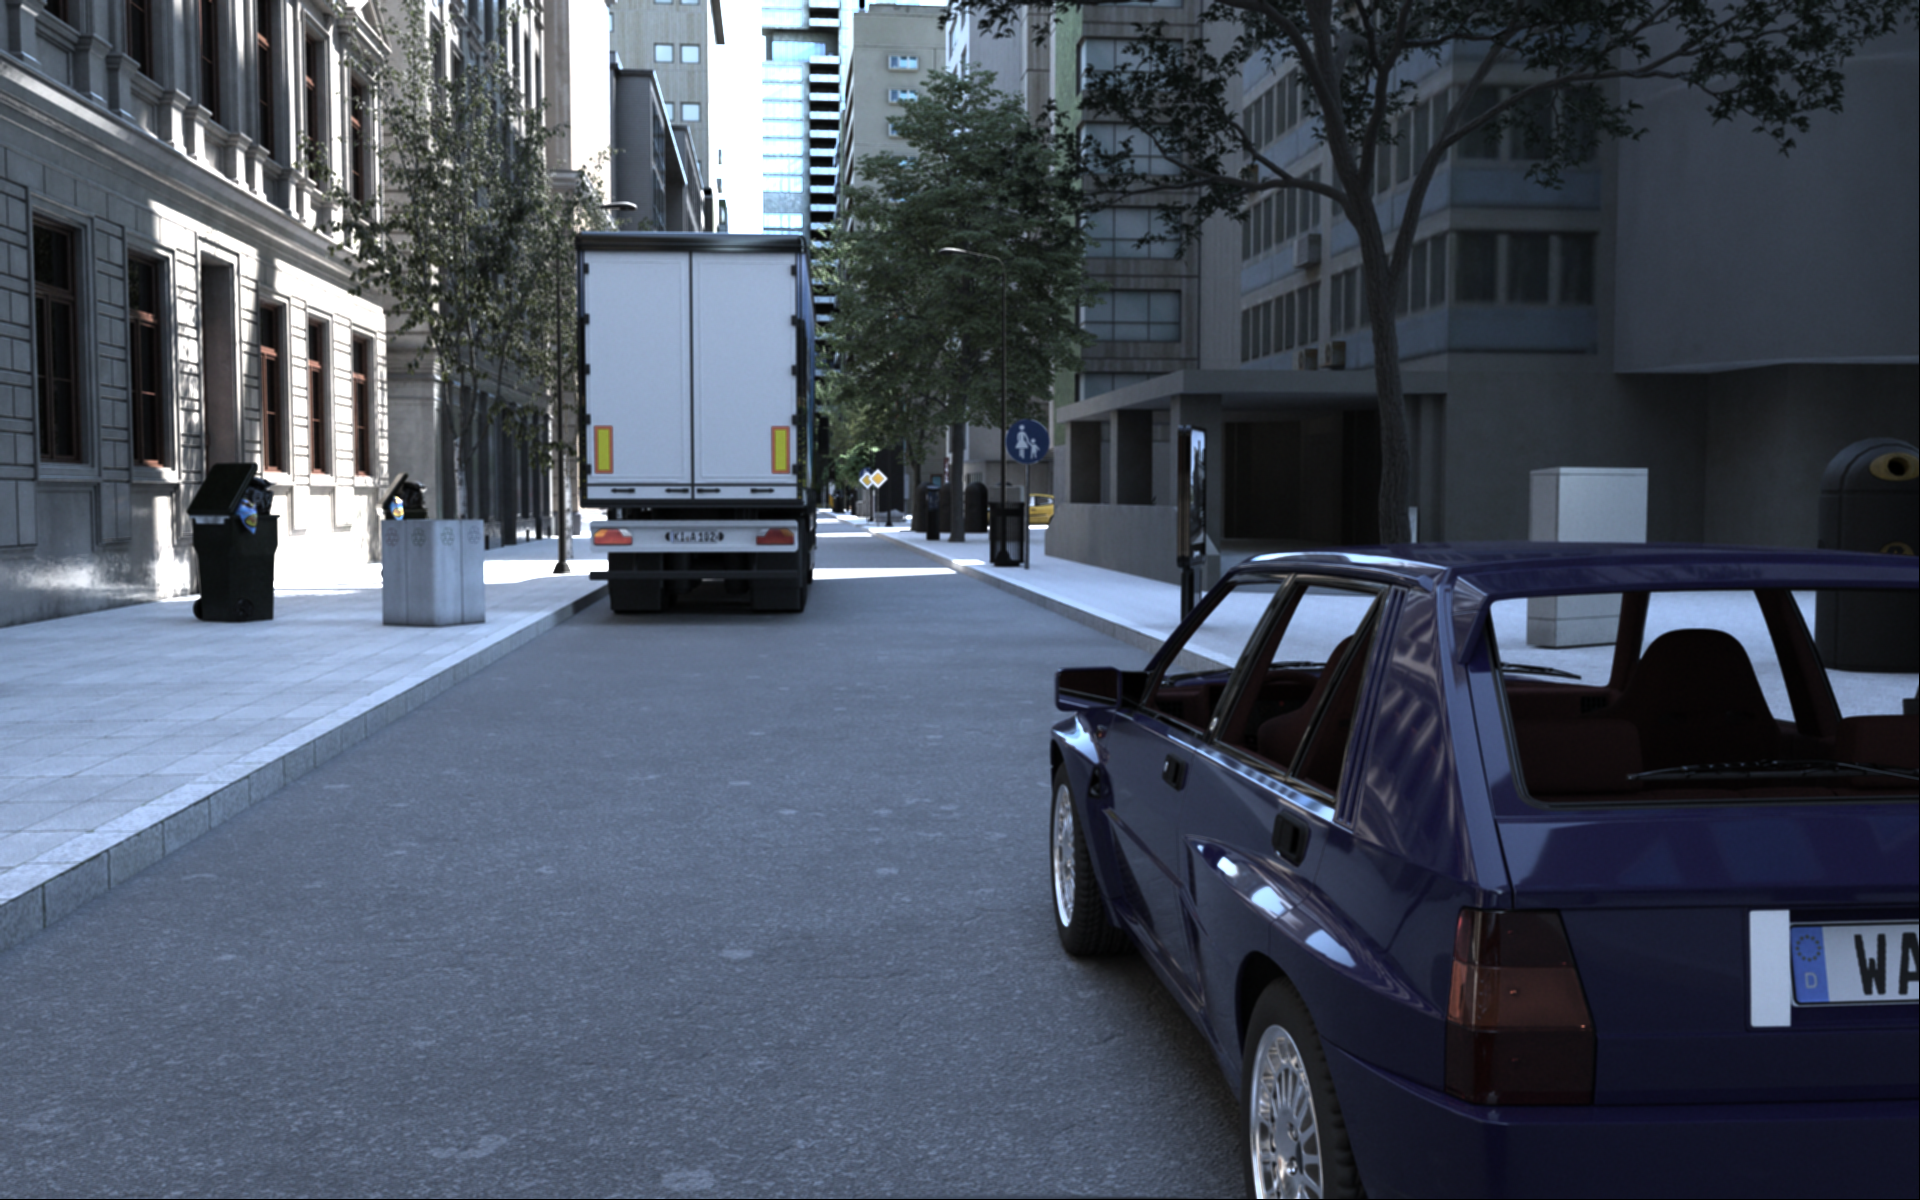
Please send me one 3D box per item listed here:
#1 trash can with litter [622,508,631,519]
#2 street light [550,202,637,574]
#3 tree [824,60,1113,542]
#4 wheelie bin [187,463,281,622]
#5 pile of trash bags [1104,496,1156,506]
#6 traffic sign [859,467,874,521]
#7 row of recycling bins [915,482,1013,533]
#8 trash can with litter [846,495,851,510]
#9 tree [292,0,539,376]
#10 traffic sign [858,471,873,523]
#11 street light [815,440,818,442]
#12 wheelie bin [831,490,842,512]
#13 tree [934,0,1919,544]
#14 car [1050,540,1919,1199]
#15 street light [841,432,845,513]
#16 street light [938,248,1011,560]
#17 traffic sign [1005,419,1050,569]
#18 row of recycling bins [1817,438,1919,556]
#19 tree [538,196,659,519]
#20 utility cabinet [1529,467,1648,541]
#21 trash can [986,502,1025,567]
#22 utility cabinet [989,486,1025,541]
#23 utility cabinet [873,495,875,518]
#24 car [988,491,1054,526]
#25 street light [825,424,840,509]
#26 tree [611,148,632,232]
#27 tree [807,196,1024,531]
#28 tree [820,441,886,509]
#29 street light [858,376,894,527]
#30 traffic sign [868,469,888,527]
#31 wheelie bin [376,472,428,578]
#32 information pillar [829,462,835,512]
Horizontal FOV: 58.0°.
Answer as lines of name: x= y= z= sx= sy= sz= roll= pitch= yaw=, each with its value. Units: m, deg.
trash can with litter: x=-10.153 y=-2.476 z=51.863 sx=1.055 sy=1.170 sz=0.624 roll=-1 pitch=4 yaw=-19
street light: x=-5.849 y=-3.373 z=27.688 sx=1.470 sy=5.913 sz=1.316 roll=0 pitch=4 yaw=-6
tree: x=0.349 y=-7.821 z=46.006 sx=7.486 sy=12.596 sz=7.792 roll=0 pitch=3 yaw=0
wheelie bin: x=-7.370 y=-0.593 z=17.607 sx=0.980 sy=1.594 sz=0.693 roll=2 pitch=4 yaw=28
pile of trash bags: x=4.919 y=-2.076 z=43.689 sx=3.447 sy=1.369 sz=1.912 roll=1 pitch=4 yaw=11
traffic sign: x=-4.419 y=-5.041 z=82.527 sx=0.768 sy=2.556 sz=0.104 roll=0 pitch=4 yaw=3
row of recycling bins: x=0.170 y=-3.098 z=57.759 sx=3.534 sy=1.692 sz=1.069 roll=1 pitch=4 yaw=19
trash can with litter: x=-8.719 y=-7.789 z=138.734 sx=0.624 sy=1.170 sz=1.055 roll=-1 pitch=4 yaw=-21
tree: x=-6.894 y=-4.490 z=23.766 sx=4.360 sy=8.622 sz=3.978 roll=0 pitch=3 yaw=0
traffic sign: x=-4.065 y=-4.428 z=76.044 sx=0.795 sy=2.450 sz=0.064 roll=0 pitch=4 yaw=-6
street light: x=-12.074 y=-10.855 z=150.014 sx=1.470 sy=5.913 sz=1.316 roll=0 pitch=4 yaw=-6
wheelie bin: x=-8.588 y=-6.969 z=121.858 sx=0.980 sy=1.594 sz=0.693 roll=1 pitch=4 yaw=12
tree: x=3.148 y=-4.762 z=12.265 sx=8.767 sy=10.594 sz=7.601 roll=0 pitch=4 yaw=-1
car: x=1.272 y=0.506 z=4.306 sx=1.945 sy=1.354 sz=3.894 roll=0 pitch=4 yaw=-5
street light: x=-4.628 y=-6.561 z=79.811 sx=1.470 sy=5.913 sz=1.316 roll=0 pitch=4 yaw=-6
street light: x=0.290 y=-3.695 z=32.951 sx=1.470 sy=5.913 sz=1.316 roll=0 pitch=4 yaw=-6
traffic sign: x=1.142 y=-1.799 z=29.517 sx=0.768 sy=2.556 sz=0.104 roll=0 pitch=4 yaw=-3
row of recycling bins: x=7.783 y=-0.293 z=11.899 sx=3.534 sy=1.692 sz=1.069 roll=3 pitch=5 yaw=41
tree: x=-8.448 y=-5.657 z=42.852 sx=4.737 sy=8.622 sz=4.395 roll=0 pitch=3 yaw=0
utility cabinet: x=5.312 y=-0.367 z=14.680 sx=1.173 sy=1.500 sz=0.318 roll=-2 pitch=4 yaw=-33
trash can: x=0.835 y=-1.169 z=30.767 sx=0.748 sy=1.137 sz=0.748 roll=0 pitch=3 yaw=0
utility cabinet: x=1.301 y=-2.351 z=47.112 sx=0.318 sy=1.500 sz=1.173 roll=-3 pitch=5 yaw=-44
utility cabinet: x=-4.232 y=-4.573 z=85.923 sx=0.306 sy=1.237 sz=1.020 roll=-1 pitch=4 yaw=-14
car: x=2.661 y=-3.884 z=73.724 sx=3.980 sy=1.641 sz=2.015 roll=0 pitch=4 yaw=-5
street light: x=-8.327 y=-8.709 z=114.936 sx=1.470 sy=5.913 sz=1.316 roll=0 pitch=4 yaw=-6
tree: x=-7.756 y=-5.113 z=33.960 sx=4.360 sy=8.622 sz=3.978 roll=0 pitch=3 yaw=0
tree: x=-1.598 y=-8.195 z=59.746 sx=9.928 sy=11.665 sz=9.643 roll=0 pitch=3 yaw=0
tree: x=-4.643 y=-6.592 z=91.494 sx=4.285 sy=4.588 sz=4.351 roll=0 pitch=3 yaw=0
street light: x=-3.335 y=-5.841 z=68.043 sx=1.470 sy=5.913 sz=1.316 roll=0 pitch=4 yaw=-6
traffic sign: x=-3.227 y=-3.943 z=68.103 sx=0.795 sy=2.450 sz=0.064 roll=0 pitch=4 yaw=-6
wheelie bin: x=-8.105 y=-1.059 z=25.219 sx=0.693 sy=1.594 sz=0.980 roll=-2 pitch=4 yaw=-27
information pillar: x=-9.194 y=-8.158 z=124.737 sx=0.504 sy=3.616 sz=0.183 roll=1 pitch=4 yaw=21
